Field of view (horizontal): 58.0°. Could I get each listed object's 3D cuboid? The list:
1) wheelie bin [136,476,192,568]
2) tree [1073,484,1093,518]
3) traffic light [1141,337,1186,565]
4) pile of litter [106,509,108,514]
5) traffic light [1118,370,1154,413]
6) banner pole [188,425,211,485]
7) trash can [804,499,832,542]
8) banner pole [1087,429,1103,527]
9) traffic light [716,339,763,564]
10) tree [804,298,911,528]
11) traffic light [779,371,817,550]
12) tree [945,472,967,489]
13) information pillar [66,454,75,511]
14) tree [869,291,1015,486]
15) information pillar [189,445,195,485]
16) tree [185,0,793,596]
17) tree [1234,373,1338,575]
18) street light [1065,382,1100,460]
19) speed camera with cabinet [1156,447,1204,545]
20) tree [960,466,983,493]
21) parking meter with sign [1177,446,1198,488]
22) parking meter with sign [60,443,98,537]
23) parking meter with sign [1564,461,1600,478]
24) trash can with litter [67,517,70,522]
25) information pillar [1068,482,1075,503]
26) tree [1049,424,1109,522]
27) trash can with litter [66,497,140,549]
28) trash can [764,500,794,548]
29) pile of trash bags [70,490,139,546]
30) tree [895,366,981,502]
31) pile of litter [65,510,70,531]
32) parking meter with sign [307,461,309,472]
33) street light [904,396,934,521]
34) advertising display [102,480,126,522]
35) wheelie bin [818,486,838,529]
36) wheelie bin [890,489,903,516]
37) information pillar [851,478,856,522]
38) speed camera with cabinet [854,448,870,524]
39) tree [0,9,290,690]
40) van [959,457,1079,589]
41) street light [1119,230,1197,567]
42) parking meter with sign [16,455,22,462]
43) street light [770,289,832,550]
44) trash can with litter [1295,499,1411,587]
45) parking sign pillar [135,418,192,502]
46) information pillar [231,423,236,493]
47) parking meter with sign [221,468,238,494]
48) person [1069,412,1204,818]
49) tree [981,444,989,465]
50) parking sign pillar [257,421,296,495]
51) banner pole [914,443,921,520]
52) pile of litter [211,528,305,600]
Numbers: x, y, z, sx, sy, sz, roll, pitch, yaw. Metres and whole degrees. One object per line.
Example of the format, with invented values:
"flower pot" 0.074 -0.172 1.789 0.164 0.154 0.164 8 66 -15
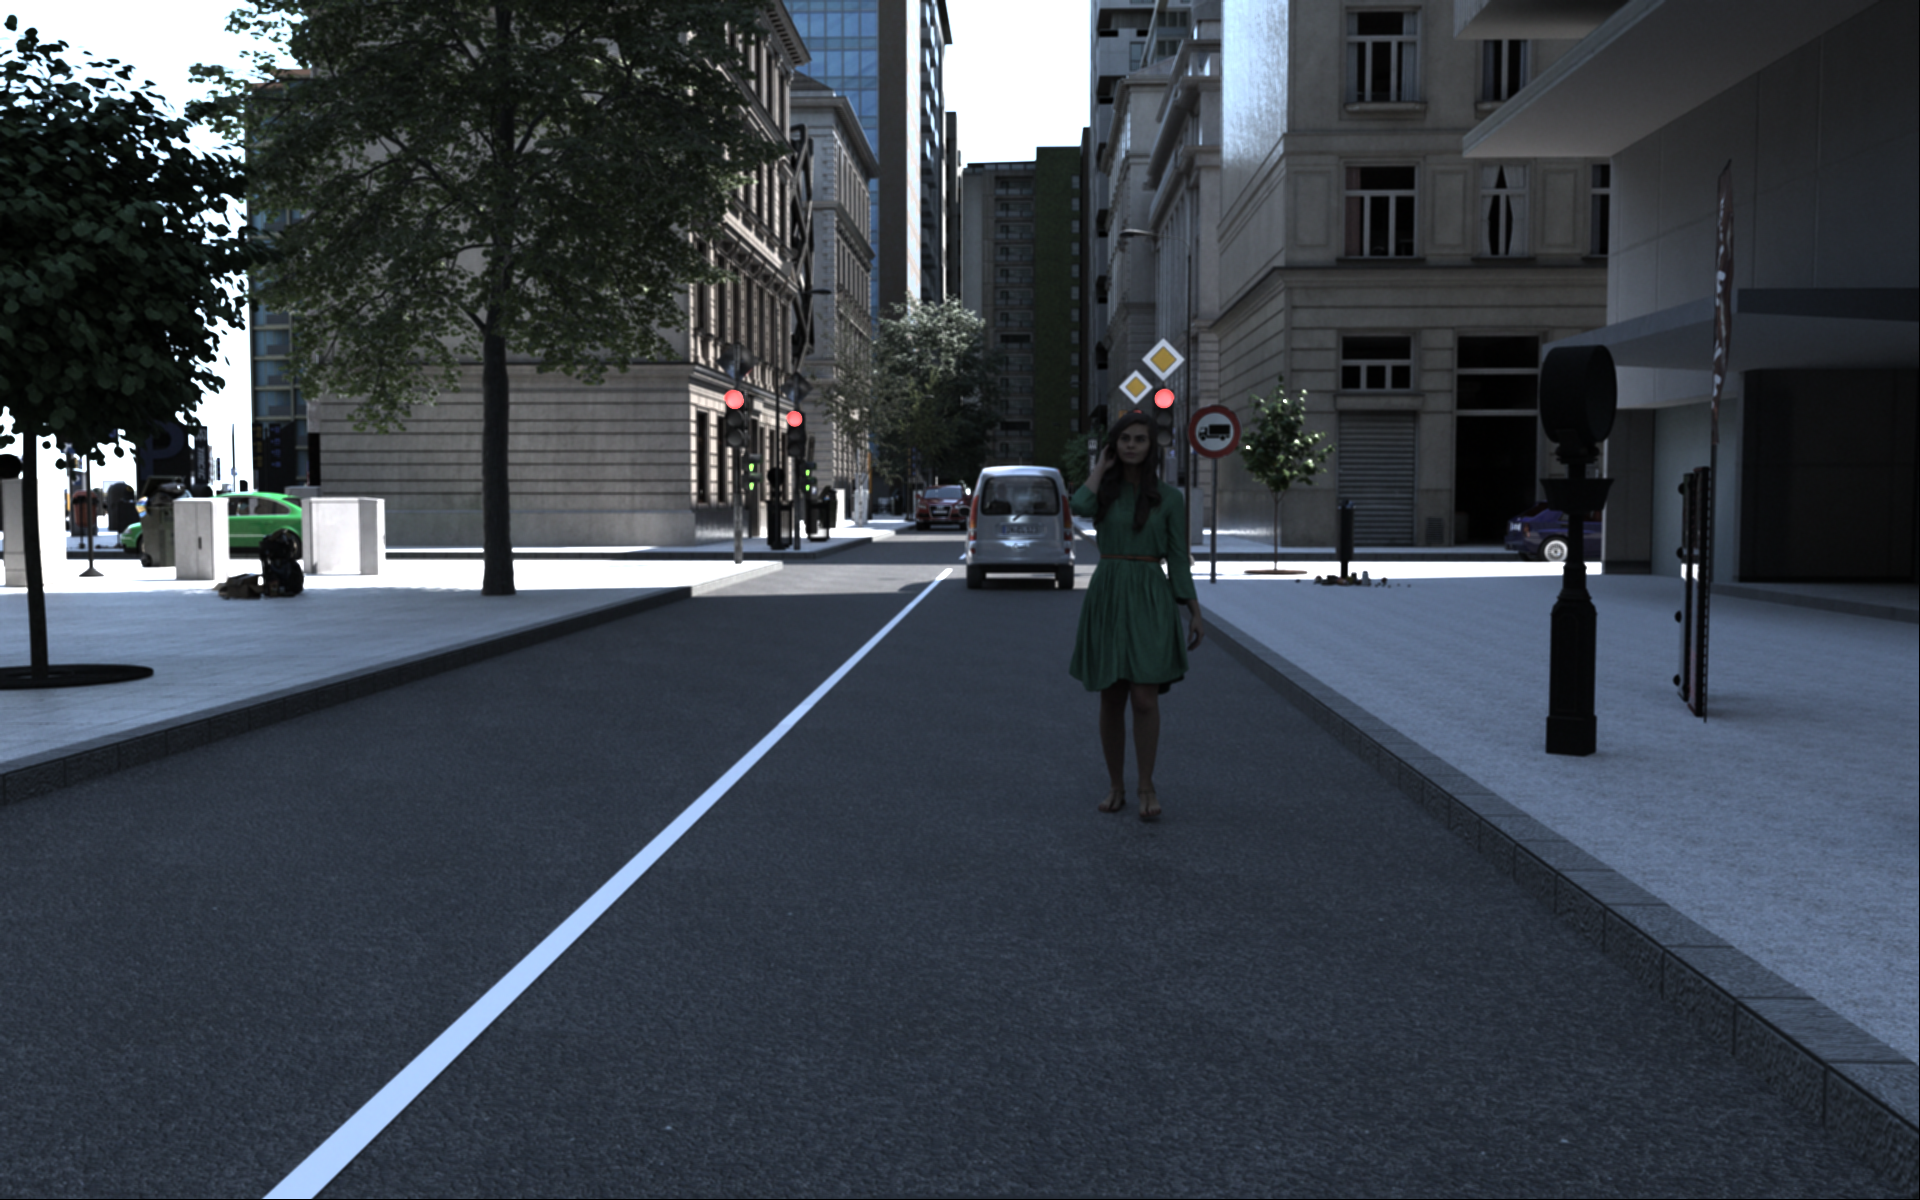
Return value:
"wheelie bin" -13.923 -1.377 30.424 0.693 1.594 0.980 2 4 30
"tree" 6.651 -5.960 92.042 1.663 3.219 1.824 0 3 0
"traffic light" 3.630 -2.586 31.205 0.839 4.253 0.868 0 4 2
"pile of litter" -54.571 -5.905 110.508 1.176 0.858 1.719 -1 4 -9
"traffic light" 3.949 -3.074 39.184 0.839 4.253 0.868 0 4 2
"banner pole" -24.319 -3.985 55.168 0.863 3.779 0.401 -3 5 -41
"trash can" -3.821 -2.145 46.724 0.748 1.137 0.748 0 3 0
"banner pole" 5.247 -4.699 66.841 0.863 3.779 0.401 -2 4 -31
"traffic light" -4.026 -2.604 31.494 0.839 4.253 0.868 0 4 2
"tree" -3.710 -6.975 64.403 4.360 8.622 3.978 0 3 0
"traffic light" -3.707 -3.092 39.473 0.839 4.253 0.868 0 4 2
"tree" -0.415 -9.195 144.943 1.663 3.219 1.824 0 3 0
"information pillar" -41.740 -5.504 81.349 0.183 3.616 0.504 1 4 15
"tree" -1.632 -12.402 109.435 9.857 13.997 8.962 0 3 0
"information pillar" -36.565 -5.587 82.698 0.504 3.616 0.183 1 4 13
"tree" -5.485 -6.329 21.605 7.486 12.596 7.792 0 3 0
"tree" 5.212 -2.029 27.771 1.663 3.219 1.824 0 3 0
"street light" 5.221 -6.059 71.606 1.470 5.913 1.316 0 4 2
"speed camera with cabinet" 5.355 -2.988 43.185 0.660 3.252 2.038 3 4 36
"tree" 1.572 -12.155 182.445 4.285 4.588 4.351 0 3 0
"parking meter with sign" 6.444 -3.374 51.420 1.738 3.016 0.543 -3 5 -42
"parking meter with sign" -26.727 -3.448 52.633 0.543 3.016 1.738 -1 4 -9
"parking meter with sign" 14.194 -2.649 39.568 1.738 3.016 0.543 2 4 31
"trash can with litter" -38.304 -3.909 75.299 0.624 1.170 1.055 1 4 20
"information pillar" 6.902 -6.279 107.160 0.304 2.012 0.304 3 4 36
"tree" 6.452 -6.150 84.263 4.285 4.588 4.351 0 3 0
"trash can with litter" -20.060 -1.825 40.897 2.233 1.210 1.678 -3 5 -41
"trash can" -4.292 -1.810 41.249 0.748 1.137 0.748 0 3 0
"pile of trash bags" -20.438 -2.055 43.348 3.447 1.369 1.912 0 4 -5
"tree" -1.979 -9.203 100.837 4.737 8.622 4.395 0 3 0
"pile of litter" -31.622 -2.899 61.365 1.176 0.858 1.719 -2 4 -33
"parking meter with sign" -34.177 -5.823 91.471 0.543 3.016 1.738 -1 4 -19
"street light" -1.937 -6.690 81.929 1.470 5.913 1.316 0 4 2
"advertising display" -38.320 -4.481 78.479 0.974 1.923 0.123 -1 4 -21
"wheelie bin" -4.923 -3.468 64.607 0.693 1.594 0.980 -1 4 -20
"wheelie bin" -3.740 -5.827 103.175 0.693 1.594 0.980 -2 4 -23
"information pillar" -4.855 -4.661 80.694 0.304 2.012 0.304 2 4 24
"speed camera with cabinet" -4.212 -4.887 74.246 0.660 3.252 2.038 0 4 -1
"tree" -6.347 -1.728 11.971 4.285 4.588 4.351 0 3 0
"van" 0.965 -1.261 27.630 2.013 2.044 4.112 0 4 2
"street light" 3.495 -3.551 30.607 1.470 5.913 1.316 0 4 2
"parking meter with sign" -41.430 -4.914 76.609 0.543 3.016 1.738 -2 4 -28
"street light" -3.606 -4.087 39.360 1.470 5.913 1.316 0 4 2
"trash can with litter" 5.694 -0.850 24.957 1.678 1.210 2.233 1 4 18
"parking sign pillar" -21.021 -3.499 45.687 1.447 3.967 1.447 -2 4 -33
"information pillar" -23.738 -3.993 56.645 0.183 3.616 0.504 -1 4 -20
"parking meter with sign" -48.547 -7.243 114.686 1.738 3.016 0.543 2 4 32
"person" 0.775 0.062 7.736 0.600 1.795 0.529 0 3 0
"tree" 1.047 -13.489 170.909 4.737 8.622 4.395 0 3 0
"parking sign pillar" -24.897 -4.562 63.061 1.447 3.967 1.447 -2 4 -27
"banner pole" -2.069 -5.863 85.876 0.401 3.779 0.863 1 4 16
"pile of litter" -8.853 -0.478 21.784 1.176 0.858 1.719 0 4 4
